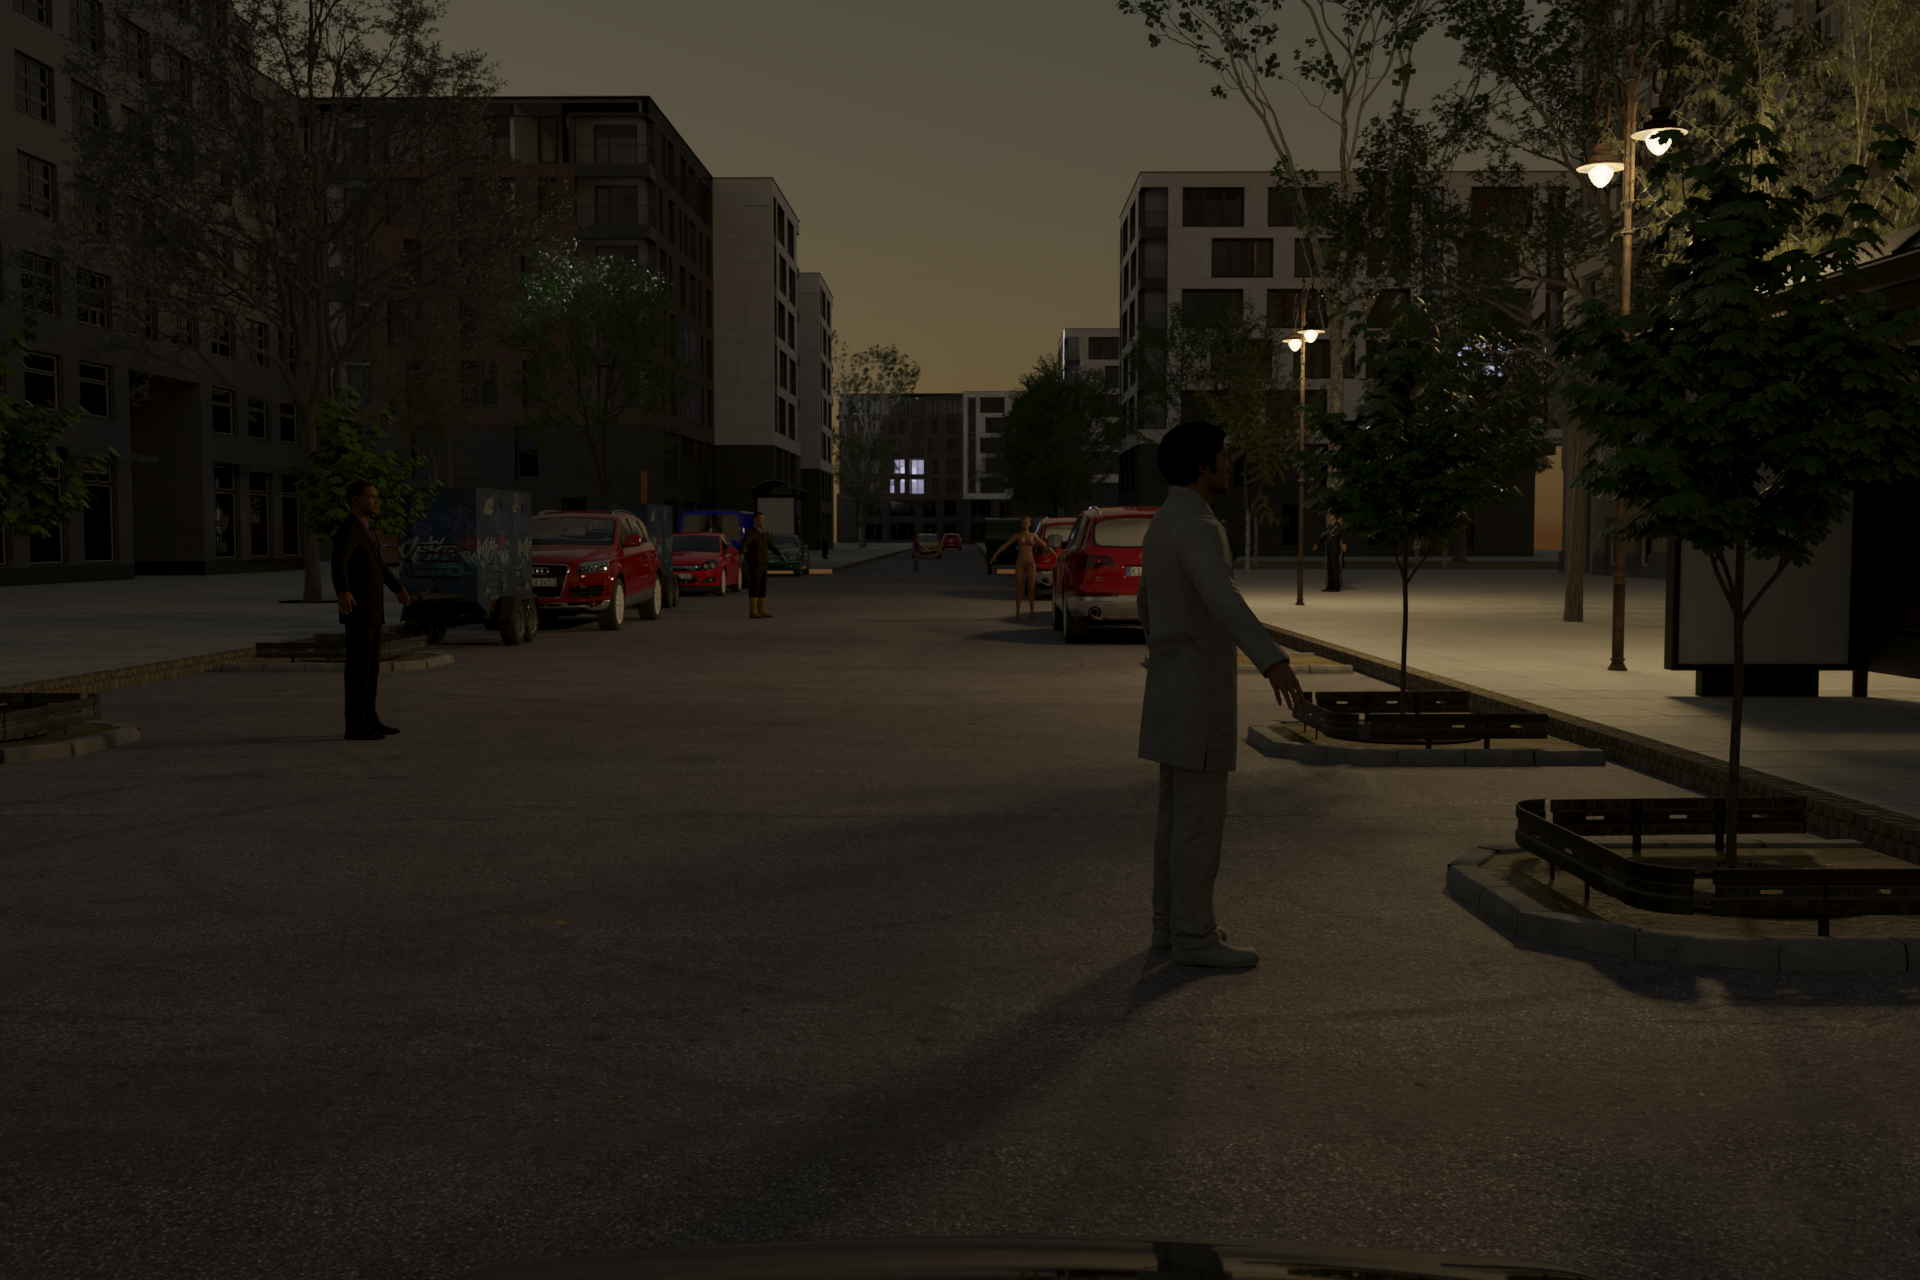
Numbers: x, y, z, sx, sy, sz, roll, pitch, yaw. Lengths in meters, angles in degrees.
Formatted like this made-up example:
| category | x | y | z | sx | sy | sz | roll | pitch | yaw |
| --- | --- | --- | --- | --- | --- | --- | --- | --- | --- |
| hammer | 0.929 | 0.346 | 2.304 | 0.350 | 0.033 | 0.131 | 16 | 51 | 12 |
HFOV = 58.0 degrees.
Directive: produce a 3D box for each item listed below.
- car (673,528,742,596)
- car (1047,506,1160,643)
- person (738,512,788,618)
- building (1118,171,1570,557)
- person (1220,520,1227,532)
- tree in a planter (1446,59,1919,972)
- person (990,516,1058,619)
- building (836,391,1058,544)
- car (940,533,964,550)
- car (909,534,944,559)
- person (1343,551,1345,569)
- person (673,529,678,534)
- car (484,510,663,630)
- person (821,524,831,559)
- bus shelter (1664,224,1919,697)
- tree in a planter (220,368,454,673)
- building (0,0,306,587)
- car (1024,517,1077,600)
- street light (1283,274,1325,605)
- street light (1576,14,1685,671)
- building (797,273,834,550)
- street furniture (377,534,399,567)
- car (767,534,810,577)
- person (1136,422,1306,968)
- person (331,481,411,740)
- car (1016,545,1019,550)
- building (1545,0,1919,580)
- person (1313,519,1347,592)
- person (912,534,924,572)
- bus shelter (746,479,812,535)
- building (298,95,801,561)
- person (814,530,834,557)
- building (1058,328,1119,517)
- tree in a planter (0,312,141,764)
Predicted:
| category | x | y | z | sx | sy | sz | roll | pitch | yaw |
| --- | --- | --- | --- | --- | --- | --- | --- | --- | --- |
| car | -6.309 | -1.969 | 41.226 | 2.155 | 1.783 | 4.494 | 0 | 4 | 1 |
| car | 2.384 | -0.953 | 24.262 | 2.281 | 1.827 | 5.304 | 0 | 4 | 0 |
| person | -3.420 | -1.283 | 29.567 | 0.704 | 1.812 | 1.346 | 2 | 4 | 29 |
| building | 24.208 | -16.522 | 114.106 | 27.936 | 21.610 | 32.646 | 0 | 4 | 0 |
| person | 10.253 | -3.778 | 67.630 | 0.705 | 1.847 | 1.347 | 1 | 4 | 17 |
| tree in a planter | 2.973 | -0.572 | 6.571 | 1.991 | 3.239 | 1.994 | 0 | 4 | -1 |
| person | 1.109 | -1.225 | 29.291 | 1.217 | 1.733 | 0.721 | 0 | 4 | -2 |
| building | -1.106 | -25.275 | 259.671 | 32.646 | 21.610 | 27.936 | 0 | 4 | 3 |
| car | -0.723 | -8.814 | 153.148 | 2.155 | 1.783 | 4.494 | 0 | 4 | 1 |
| car | -1.936 | -5.569 | 101.277 | 2.015 | 1.641 | 3.980 | 0 | 4 | 0 |
| person | 12.995 | -3.235 | 59.678 | 0.721 | 1.737 | 1.214 | 2 | 4 | 29 |
| person | -9.246 | -3.190 | 58.334 | 1.348 | 1.807 | 0.705 | 0 | 4 | -3 |
| car | -6.058 | -1.149 | 27.467 | 2.281 | 1.827 | 5.304 | 0 | 4 | 0 |
| person | -6.879 | -5.045 | 88.611 | 0.705 | 1.813 | 1.348 | 1 | 4 | 11 |
| bus shelter | 6.365 | -1.051 | 11.115 | 2.014 | 3.302 | 5.546 | 0 | 4 | 0 |
| tree in a planter | -6.661 | -1.321 | 18.819 | 1.991 | 3.239 | 1.994 | 0 | 4 | 1 |
| building | -28.236 | -14.201 | 50.593 | 11.959 | 24.771 | 22.079 | 0 | 4 | 0 |
| car | 2.494 | -1.858 | 39.049 | 2.281 | 1.827 | 5.304 | 0 | 4 | 1 |
| street light | 6.132 | -3.564 | 31.062 | 0.468 | 5.910 | 1.993 | 0 | 3 | 0 |
| street light | 6.185 | -2.650 | 16.115 | 0.468 | 5.910 | 1.993 | 0 | 4 | 1 |
| building | -24.870 | -17.701 | 133.393 | 27.936 | 21.610 | 32.646 | 0 | 3 | 0 |
| street furniture | -21.069 | -3.986 | 72.024 | 9.812 | 1.723 | 11.010 | -2 | 4 | -24 |
| car | -6.255 | -2.944 | 59.926 | 2.131 | 1.459 | 4.920 | 0 | 4 | 0 |
| person | 0.814 | 0.170 | 5.858 | 0.705 | 1.806 | 1.347 | -1 | 4 | -10 |
| person | -4.174 | -0.214 | 12.183 | 0.704 | 1.802 | 1.346 | 0 | 4 | -1 |
| car | 2.914 | -2.711 | 56.129 | 2.131 | 1.459 | 4.920 | 0 | 4 | -1 |
| building | 26.010 | -15.969 | 47.001 | 13.634 | 28.700 | 20.117 | 0 | 4 | 1 |
| person | 8.255 | -1.981 | 38.437 | 0.704 | 1.823 | 1.345 | -1 | 4 | -18 |
| person | -1.590 | -3.290 | 65.511 | 0.599 | 1.433 | 0.991 | 2 | 4 | 24 |
| bus shelter | -6.902 | -4.454 | 66.754 | 2.014 | 3.302 | 5.546 | 0 | 4 | 0 |
| building | -24.686 | -15.511 | 97.572 | 27.936 | 21.610 | 32.646 | 0 | 4 | 1 |
| person | -7.748 | -5.684 | 99.067 | 1.347 | 1.817 | 0.704 | 2 | 4 | 29 |
| building | 24.430 | -21.051 | 188.161 | 27.936 | 21.610 | 32.646 | 0 | 4 | 1 |
| tree in a planter | -6.702 | -0.873 | 11.490 | 1.991 | 3.239 | 1.994 | 0 | 4 | 0 |
